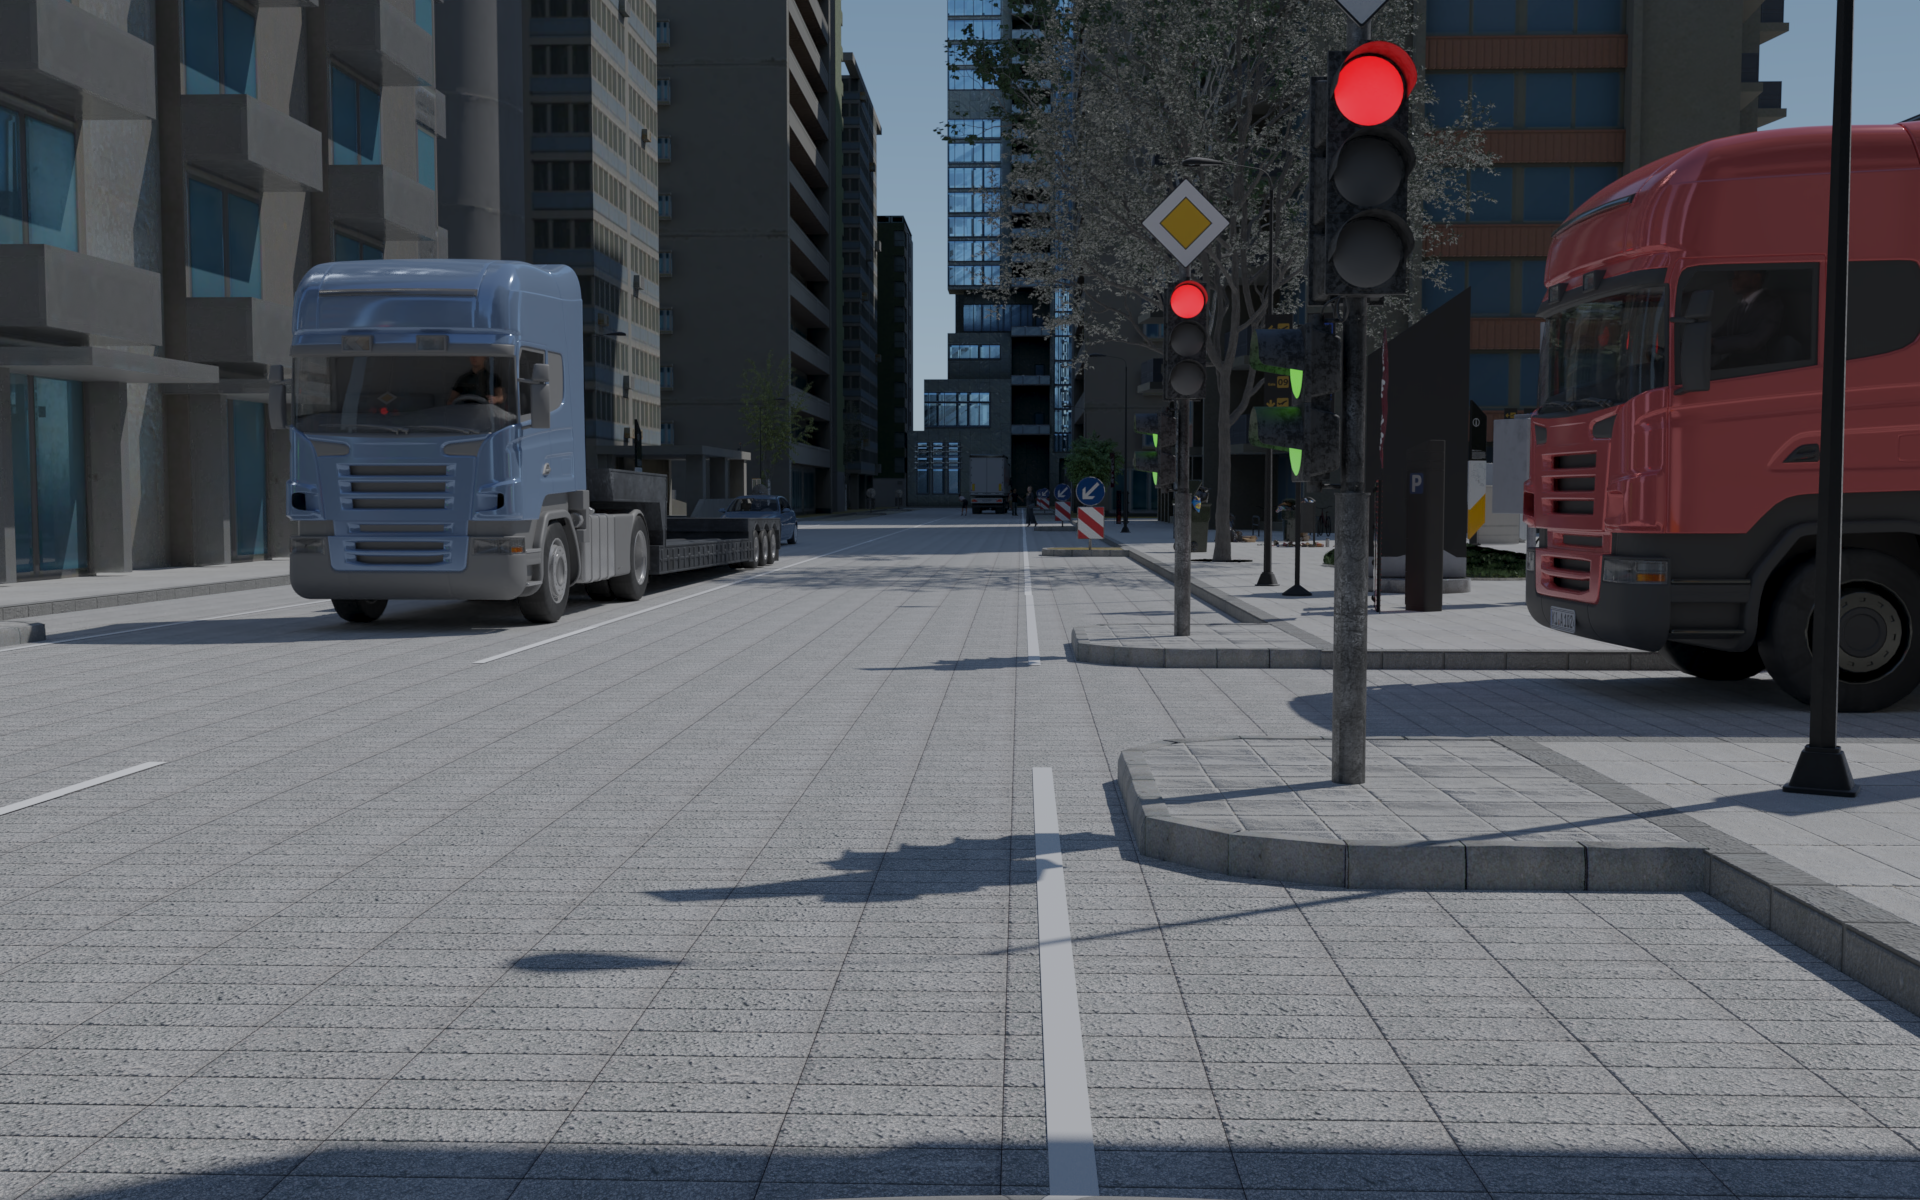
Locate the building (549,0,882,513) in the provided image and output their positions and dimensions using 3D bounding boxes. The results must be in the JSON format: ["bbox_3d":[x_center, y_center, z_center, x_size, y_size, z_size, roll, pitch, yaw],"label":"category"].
[{"bbox_3d":[-19.332,-28.142,152.002,23.993,40.220,32.217,0,4,2],"label":"building"}]

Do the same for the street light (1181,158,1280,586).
[{"bbox_3d":[3.758,-3.151,24.067,1.470,5.913,1.316,0,4,2],"label":"street light"}]

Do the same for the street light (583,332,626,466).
[{"bbox_3d":[-10.241,-4.719,49.695,1.470,5.913,1.316,0,4,2],"label":"street light"}]

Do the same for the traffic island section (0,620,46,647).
[{"bbox_3d":[-9.999,0.376,16.126,2.009,0.180,2.903,0,4,2],"label":"traffic island section"}]

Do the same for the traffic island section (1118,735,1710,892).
[{"bbox_3d":[1.752,0.891,7.717,2.009,0.180,2.903,0,4,2],"label":"traffic island section"}]

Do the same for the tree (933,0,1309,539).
[{"bbox_3d":[5.477,-11.759,48.154,12.611,20.169,13.585,0,3,0],"label":"tree"}]

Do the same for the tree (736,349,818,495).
[{"bbox_3d":[-9.657,-8.477,88.955,4.737,8.622,4.395,0,3,0],"label":"tree"}]

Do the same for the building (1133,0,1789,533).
[{"bbox_3d":[18.642,-25.335,68.854,22.147,44.769,28.867,0,4,2],"label":"building"}]

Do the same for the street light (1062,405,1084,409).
[{"bbox_3d":[6.045,-7.223,90.635,1.470,5.913,1.316,0,4,2],"label":"street light"}]

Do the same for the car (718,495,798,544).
[{"bbox_3d":[-5.638,-2.221,48.320,2.014,1.417,4.499,0,4,4],"label":"car"}]

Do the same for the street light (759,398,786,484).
[{"bbox_3d":[-9.115,-6.804,83.780,1.470,5.913,1.316,0,4,2],"label":"street light"}]

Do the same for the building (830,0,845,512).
[{"bbox_3d":[-15.786,-26.714,120.371,14.154,41.232,14.086,0,4,2],"label":"building"}]

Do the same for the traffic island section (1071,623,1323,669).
[{"bbox_3d":[2.034,0.403,15.697,2.009,0.180,2.903,0,4,2],"label":"traffic island section"}]

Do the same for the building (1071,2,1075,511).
[{"bbox_3d":[19.000,-36.009,130.749,21.231,58.520,28.212,0,4,2],"label":"building"}]

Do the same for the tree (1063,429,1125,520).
[{"bbox_3d":[6.749,-6.345,87.447,4.285,4.588,4.351,0,3,0],"label":"tree"}]

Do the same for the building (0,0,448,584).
[{"bbox_3d":[-23.360,-25.151,30.820,23.786,49.044,30.456,0,4,2],"label":"building"}]

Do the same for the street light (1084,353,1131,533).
[{"bbox_3d":[4.950,-5.187,57.349,1.470,5.913,1.316,0,4,2],"label":"street light"}]

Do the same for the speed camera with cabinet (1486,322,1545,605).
[{"bbox_3d":[7.255,-1.601,20.514,2.038,3.252,0.660,-2,4,-28],"label":"speed camera with cabinet"}]

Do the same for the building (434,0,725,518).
[{"bbox_3d":[-25.031,-22.902,66.329,32.217,40.220,23.993,0,4,2],"label":"building"}]

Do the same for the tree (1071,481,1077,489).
[{"bbox_3d":[6.705,-6.042,93.396,1.663,3.219,1.824,0,3,0],"label":"tree"}]

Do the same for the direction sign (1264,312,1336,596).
[{"bbox_3d":[4.263,-1.823,21.800,0.876,3.537,0.379,1,4,19],"label":"direction sign"}]

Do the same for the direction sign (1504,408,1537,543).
[{"bbox_3d":[14.750,-3.283,45.676,0.876,3.537,0.379,0,4,-4],"label":"direction sign"}]

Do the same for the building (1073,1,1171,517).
[{"bbox_3d":[17.991,-29.498,105.993,21.300,48.544,21.600,0,4,2],"label":"building"}]

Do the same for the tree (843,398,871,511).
[{"bbox_3d":[-8.951,-11.126,132.273,4.360,8.622,3.978,0,3,0],"label":"tree"}]

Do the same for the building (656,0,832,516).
[{"bbox_3d":[-19.386,-29.253,101.981,21.300,48.544,21.600,0,4,2],"label":"building"}]

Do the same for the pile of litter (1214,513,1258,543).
[{"bbox_3d":[7.409,-1.990,46.500,1.176,0.858,1.719,1,4,11],"label":"pile of litter"}]

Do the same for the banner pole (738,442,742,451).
[{"bbox_3d":[-10.590,-5.701,83.224,0.401,3.779,0.863,0,4,5],"label":"banner pole"}]

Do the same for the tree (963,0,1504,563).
[{"bbox_3d":[5.081,-7.468,32.465,12.009,13.543,11.850,0,3,0],"label":"tree"}]

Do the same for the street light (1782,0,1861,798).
[{"bbox_3d":[3.188,-2.128,7.342,1.470,5.913,1.316,0,4,2],"label":"street light"}]

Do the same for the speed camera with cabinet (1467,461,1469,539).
[{"bbox_3d":[14.931,-3.299,48.274,0.660,3.252,2.038,-2,4,-24],"label":"speed camera with cabinet"}]

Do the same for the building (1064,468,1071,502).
[{"bbox_3d":[19.950,-43.820,154.710,20.563,71.187,20.611,0,4,2],"label":"building"}]
